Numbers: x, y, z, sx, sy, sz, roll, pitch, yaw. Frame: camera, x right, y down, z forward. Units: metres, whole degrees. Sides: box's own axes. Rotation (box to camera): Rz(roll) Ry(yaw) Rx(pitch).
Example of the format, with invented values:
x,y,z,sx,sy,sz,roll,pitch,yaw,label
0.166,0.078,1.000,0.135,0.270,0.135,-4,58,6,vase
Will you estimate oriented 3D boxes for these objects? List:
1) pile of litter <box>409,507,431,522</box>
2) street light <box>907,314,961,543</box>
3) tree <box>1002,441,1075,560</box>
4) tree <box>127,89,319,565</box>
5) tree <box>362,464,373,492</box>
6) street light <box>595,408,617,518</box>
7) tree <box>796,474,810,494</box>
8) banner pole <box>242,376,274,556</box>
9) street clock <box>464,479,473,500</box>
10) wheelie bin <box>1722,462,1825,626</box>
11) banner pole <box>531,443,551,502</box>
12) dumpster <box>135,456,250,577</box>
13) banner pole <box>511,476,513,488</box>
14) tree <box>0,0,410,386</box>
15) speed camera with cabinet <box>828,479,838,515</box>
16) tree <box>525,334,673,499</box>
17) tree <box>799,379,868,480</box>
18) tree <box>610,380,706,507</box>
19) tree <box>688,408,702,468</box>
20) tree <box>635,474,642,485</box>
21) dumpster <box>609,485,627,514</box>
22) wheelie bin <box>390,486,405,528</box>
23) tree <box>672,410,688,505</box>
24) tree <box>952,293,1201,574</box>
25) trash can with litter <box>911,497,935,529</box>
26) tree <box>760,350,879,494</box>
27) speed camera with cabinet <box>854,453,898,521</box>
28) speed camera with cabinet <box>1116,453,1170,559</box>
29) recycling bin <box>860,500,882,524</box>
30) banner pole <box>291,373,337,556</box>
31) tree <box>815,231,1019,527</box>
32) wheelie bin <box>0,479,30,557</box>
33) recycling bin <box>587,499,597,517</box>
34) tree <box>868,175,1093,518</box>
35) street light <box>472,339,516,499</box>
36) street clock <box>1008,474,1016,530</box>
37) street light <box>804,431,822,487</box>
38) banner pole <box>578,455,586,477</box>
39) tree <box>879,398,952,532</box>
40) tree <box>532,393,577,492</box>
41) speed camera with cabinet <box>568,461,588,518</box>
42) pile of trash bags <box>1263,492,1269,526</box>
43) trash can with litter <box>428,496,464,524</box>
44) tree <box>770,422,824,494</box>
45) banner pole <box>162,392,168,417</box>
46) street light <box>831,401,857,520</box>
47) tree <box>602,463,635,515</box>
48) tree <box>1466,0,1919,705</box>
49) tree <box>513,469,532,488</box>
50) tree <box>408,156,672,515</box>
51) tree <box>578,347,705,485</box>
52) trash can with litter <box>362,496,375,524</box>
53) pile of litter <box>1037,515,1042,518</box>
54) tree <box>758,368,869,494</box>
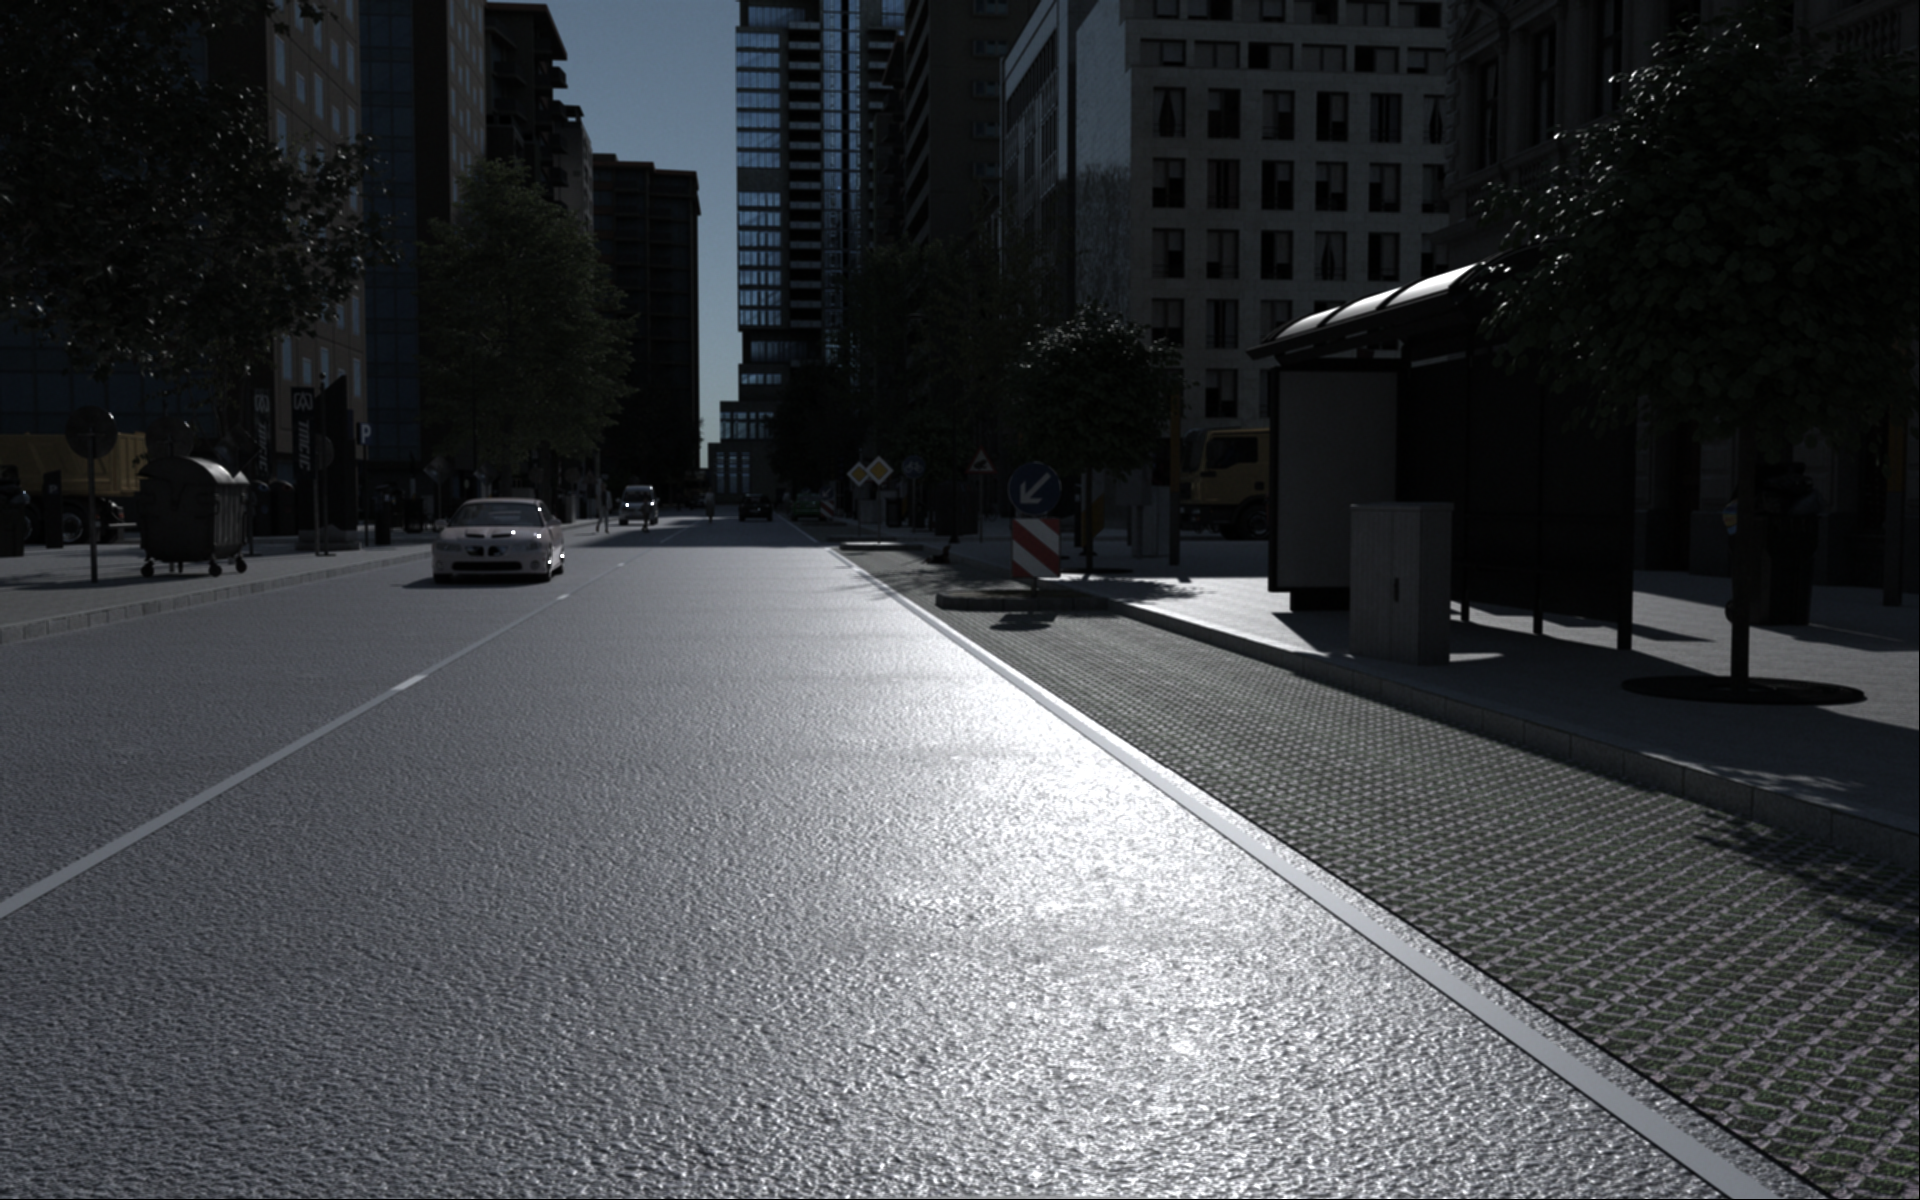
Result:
x,y,z,sx,sy,sz,roll,pitch,yaw,label
-24.937,-3.989,79.186,1.719,0.858,1.176,0,4,-2,pile of litter
-0.681,-4.428,44.940,1.470,5.913,1.316,0,4,-7,street light
1.547,-2.428,34.298,1.663,3.219,1.824,0,3,0,tree
-13.457,-4.962,31.483,4.360,8.622,3.978,0,3,0,tree
-32.084,-5.989,92.514,1.663,3.219,1.824,0,3,0,tree
-18.927,-7.373,93.092,1.470,5.913,1.316,0,4,-7,street light
-18.744,-15.499,203.765,4.737,8.622,4.395,0,3,0,tree
-14.609,-2.814,36.027,0.401,3.779,0.863,1,4,23,banner pole
-23.656,-4.823,83.425,0.471,2.002,0.358,3,5,42,street clock
8.053,-0.561,17.081,0.980,1.594,0.693,-1,4,-11,wheelie bin
-20.651,-5.795,84.762,0.863,3.779,0.401,2,4,27,banner pole
-12.127,-1.324,27.402,1.264,1.857,1.865,0,4,-7,dumpster
-22.398,-5.883,86.205,0.401,3.779,0.863,-2,4,-35,banner pole
-11.319,-6.197,18.328,9.611,12.733,9.660,0,3,0,tree
-7.644,-6.769,105.001,0.660,3.252,2.038,0,4,1,speed camera with cabinet
-21.049,-10.113,99.755,8.767,10.594,7.601,-3,5,-39,tree
-8.253,-10.080,115.165,4.360,8.622,3.978,0,3,0,tree
-30.413,-15.719,174.010,9.611,12.733,9.660,0,3,0,tree
-33.918,-17.372,202.164,7.486,12.596,7.792,0,3,0,tree
-24.692,-8.203,128.728,1.663,3.219,1.824,0,3,0,tree
-25.017,-7.492,124.995,1.502,2.255,1.985,0,4,-7,dumpster
-21.541,-3.560,66.118,0.693,1.594,0.980,-2,4,-27,wheelie bin
-16.471,-9.316,70.442,7.486,12.596,7.792,0,3,0,tree
2.220,-2.735,28.432,4.285,4.588,4.351,0,3,0,tree
-1.287,-3.246,64.458,1.055,1.170,0.624,1,4,12,trash can with litter
-11.313,-13.533,138.279,9.611,12.733,9.660,0,3,0,tree
-4.008,-5.417,82.902,2.038,3.252,0.660,0,4,4,speed camera with cabinet
3.710,-2.484,34.955,0.660,3.252,2.038,1,4,23,speed camera with cabinet
-3.863,-3.817,74.962,0.722,1.027,0.722,3,4,38,recycling bin
-13.366,-2.798,35.762,0.863,3.779,0.401,-2,4,-34,banner pole
-1.719,-8.666,67.448,9.928,11.665,9.643,0,3,0,tree
-19.529,-1.685,35.461,0.693,1.594,0.980,3,5,41,wheelie bin
-20.672,-5.161,96.931,0.722,1.027,0.722,-3,5,-44,recycling bin
1.193,-5.454,39.531,4.737,8.622,4.395,0,3,0,tree
-13.974,-4.850,51.835,1.470,5.913,1.316,0,4,-7,street light
1.895,-3.514,62.019,0.358,2.002,0.471,-1,4,-13,street clock
-10.711,-9.439,126.871,1.470,5.913,1.316,0,4,-7,street light
-23.943,-7.312,109.561,0.401,3.779,0.863,2,4,29,banner pole
-0.942,-4.610,59.090,4.285,4.588,4.351,0,3,0,tree
-28.189,-10.378,120.050,4.737,8.622,4.395,0,3,0,tree
-20.354,-5.982,92.147,0.660,3.252,2.038,-2,4,-26,speed camera with cabinet
8.939,-2.058,43.409,3.447,1.369,1.912,-3,4,-36,pile of trash bags
-22.202,-3.923,75.197,2.233,1.210,1.678,-1,4,-14,trash can with litter
-17.496,-16.860,193.794,7.486,12.596,7.792,0,3,0,tree
-19.307,-3.190,42.178,0.401,3.779,0.863,-2,4,-32,banner pole
-5.714,-6.943,86.067,1.470,5.913,1.316,0,4,-7,street light
-21.878,-6.990,108.894,1.663,3.219,1.824,0,3,0,tree
5.097,-1.670,11.022,4.285,4.588,4.351,0,3,0,tree
-29.327,-7.342,114.646,1.663,3.219,1.824,0,3,0,tree
-15.125,-8.604,58.798,7.486,12.596,7.792,0,3,0,tree
-26.200,-14.232,143.071,12.009,13.543,11.850,0,3,0,tree
-25.402,-3.936,75.417,1.678,1.210,2.233,0,4,-4,trash can with litter
2.960,-3.453,70.420,1.176,0.858,1.719,-1,4,-19,pile of litter
-13.641,-15.339,161.157,12.009,13.543,11.850,0,3,0,tree
